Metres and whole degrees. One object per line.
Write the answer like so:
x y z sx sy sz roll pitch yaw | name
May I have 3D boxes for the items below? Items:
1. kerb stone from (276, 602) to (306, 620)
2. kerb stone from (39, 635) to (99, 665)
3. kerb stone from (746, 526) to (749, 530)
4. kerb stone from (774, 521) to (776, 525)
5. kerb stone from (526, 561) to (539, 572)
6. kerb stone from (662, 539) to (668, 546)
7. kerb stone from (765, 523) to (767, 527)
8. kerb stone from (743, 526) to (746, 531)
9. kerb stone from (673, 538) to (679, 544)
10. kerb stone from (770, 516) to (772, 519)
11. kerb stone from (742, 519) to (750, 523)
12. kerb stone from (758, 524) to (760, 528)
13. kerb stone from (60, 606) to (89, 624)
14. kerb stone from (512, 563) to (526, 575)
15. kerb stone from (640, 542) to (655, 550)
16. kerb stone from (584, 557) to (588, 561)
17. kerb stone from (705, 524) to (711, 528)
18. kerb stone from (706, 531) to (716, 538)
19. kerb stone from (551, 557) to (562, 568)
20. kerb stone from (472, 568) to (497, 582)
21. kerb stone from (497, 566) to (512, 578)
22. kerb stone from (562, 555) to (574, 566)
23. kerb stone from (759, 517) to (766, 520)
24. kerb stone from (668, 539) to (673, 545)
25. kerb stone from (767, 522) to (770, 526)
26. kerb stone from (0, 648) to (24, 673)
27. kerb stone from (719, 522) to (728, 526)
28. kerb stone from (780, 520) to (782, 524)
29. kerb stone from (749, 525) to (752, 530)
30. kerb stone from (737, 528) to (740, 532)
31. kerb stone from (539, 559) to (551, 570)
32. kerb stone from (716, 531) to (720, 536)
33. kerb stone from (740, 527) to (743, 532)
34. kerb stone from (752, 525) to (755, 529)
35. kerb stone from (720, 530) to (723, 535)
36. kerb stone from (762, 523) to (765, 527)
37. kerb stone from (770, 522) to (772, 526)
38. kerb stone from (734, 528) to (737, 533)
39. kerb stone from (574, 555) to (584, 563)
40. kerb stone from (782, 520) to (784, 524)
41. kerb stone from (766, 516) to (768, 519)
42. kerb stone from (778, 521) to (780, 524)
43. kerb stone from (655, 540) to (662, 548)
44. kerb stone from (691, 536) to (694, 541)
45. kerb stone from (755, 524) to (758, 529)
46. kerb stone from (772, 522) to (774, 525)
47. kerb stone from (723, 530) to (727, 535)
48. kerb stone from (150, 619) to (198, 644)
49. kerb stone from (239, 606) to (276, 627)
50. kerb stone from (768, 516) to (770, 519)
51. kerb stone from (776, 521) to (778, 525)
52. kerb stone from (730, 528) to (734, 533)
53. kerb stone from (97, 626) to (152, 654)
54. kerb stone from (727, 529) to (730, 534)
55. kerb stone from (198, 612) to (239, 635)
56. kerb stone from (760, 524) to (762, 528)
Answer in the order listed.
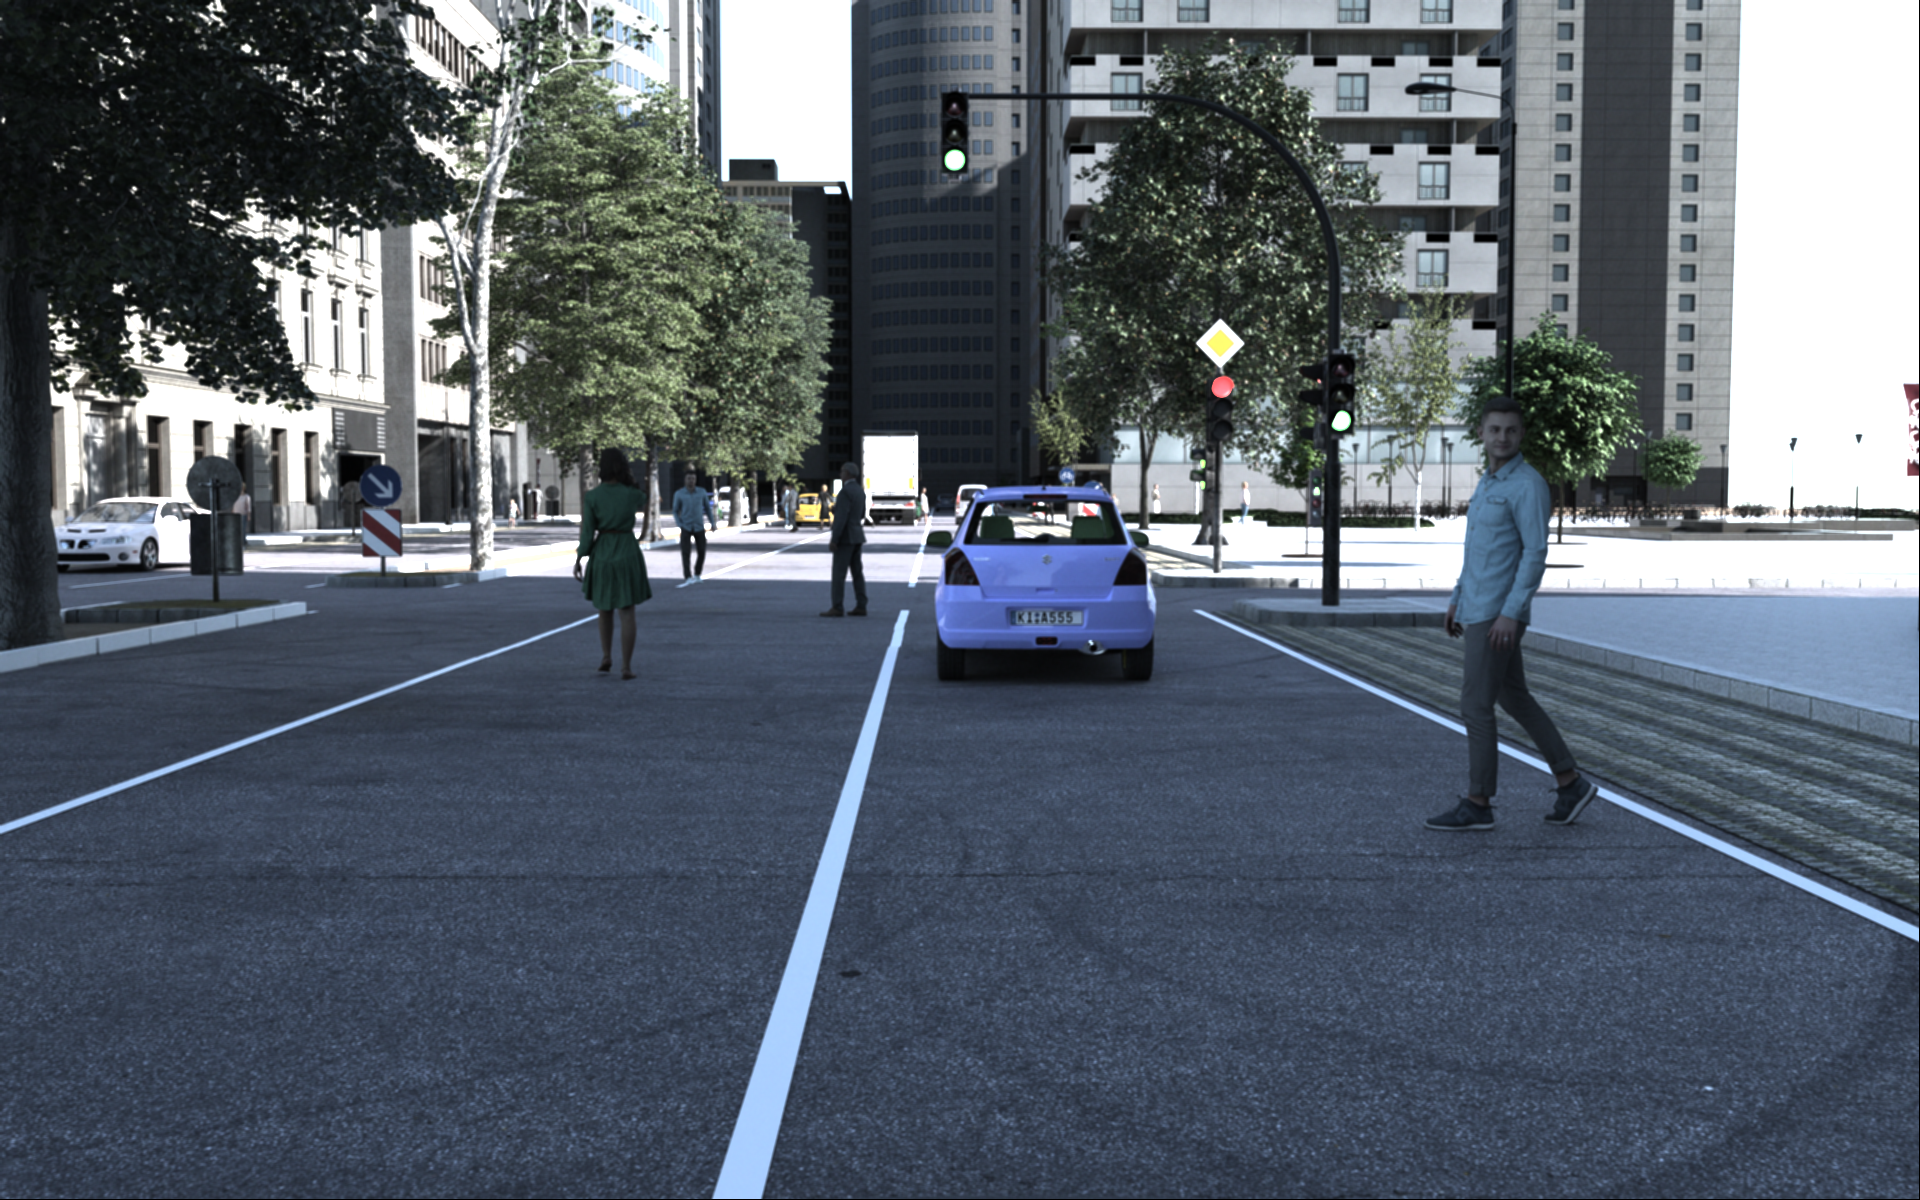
-7.838 0.132 20.119 0.120 0.150 1.000 0 4 -1 | kerb stone
-7.771 0.442 14.977 0.120 0.150 1.000 0 4 -1 | kerb stone
-8.469 -2.784 67.815 0.120 0.150 1.000 0 4 -1 | kerb stone
-8.615 -3.476 79.085 0.120 0.150 1.000 0 4 -1 | kerb stone
-7.989 -0.593 31.942 0.120 0.150 1.000 0 4 -1 | kerb stone
-8.196 -1.535 47.302 0.120 0.150 1.000 0 4 -1 | kerb stone
-8.562 -3.228 74.980 0.120 0.150 1.000 0 4 -1 | kerb stone
-8.455 -2.716 66.788 0.120 0.150 1.000 0 4 -1 | kerb stone
-8.217 -1.661 49.349 0.120 0.150 1.000 0 4 -1 | kerb stone
-10.974 -4.668 98.534 0.120 0.150 1.000 0 4 -1 | kerb stone
-10.826 -3.978 87.240 0.120 0.150 1.000 0 4 -1 | kerb stone
-8.524 -3.041 71.908 0.120 0.150 1.000 0 4 -1 | kerb stone
-9.923 0.191 19.066 0.120 0.150 1.000 0 4 -1 | kerb stone
-7.979 -0.533 30.917 0.120 0.150 1.000 0 4 -1 | kerb stone
-8.167 -1.410 45.258 0.120 0.150 1.000 0 4 -1 | kerb stone
-8.061 -0.909 37.068 0.120 0.150 1.000 0 4 -1 | kerb stone
-10.644 -3.163 73.908 0.120 0.150 1.000 0 4 -1 | kerb stone
-8.328 -2.162 57.545 0.120 0.150 1.000 0 4 -1 | kerb stone
-8.024 -0.720 33.994 0.120 0.150 1.000 0 4 -1 | kerb stone
-7.952 -0.407 28.868 0.120 0.150 1.000 0 4 -1 | kerb stone
-7.966 -0.468 29.890 0.120 0.150 1.000 0 4 -1 | kerb stone
-8.032 -0.784 35.020 0.120 0.150 1.000 0 4 -1 | kerb stone
-10.940 -4.480 95.447 0.120 0.150 1.000 0 4 -1 | kerb stone
-8.205 -1.598 48.327 0.120 0.150 1.000 0 4 -1 | kerb stone
-8.574 -3.289 76.004 0.120 0.150 1.000 0 4 -1 | kerb stone
-7.748 0.504 13.955 0.120 0.150 1.000 0 4 -1 | kerb stone
-10.707 -3.414 78.013 0.120 0.150 1.000 0 4 -1 | kerb stone
-8.659 -3.668 82.166 0.120 0.150 1.000 0 4 -1 | kerb stone
-8.474 -2.850 68.837 0.120 0.150 1.000 0 4 -1 | kerb stone
-8.425 -2.601 64.724 0.120 0.150 1.000 0 4 -1 | kerb stone
-8.009 -0.656 32.968 0.120 0.150 1.000 0 4 -1 | kerb stone
-8.336 -2.225 58.573 0.120 0.150 1.000 0 4 -1 | kerb stone
-8.434 -2.659 65.751 0.120 0.150 1.000 0 4 -1 | kerb stone
-8.492 -2.912 69.859 0.120 0.150 1.000 0 4 -1 | kerb stone
-8.358 -2.287 59.595 0.120 0.150 1.000 0 4 -1 | kerb stone
-8.545 -3.163 73.955 0.120 0.150 1.000 0 4 -1 | kerb stone
-8.590 -3.354 77.035 0.120 0.150 1.000 0 4 -1 | kerb stone
-8.412 -2.538 63.693 0.120 0.150 1.000 0 4 -1 | kerb stone
-8.049 -0.841 36.046 0.120 0.150 1.000 0 4 -1 | kerb stone
-8.663 -3.730 83.188 0.120 0.150 1.000 0 4 -1 | kerb stone
-10.939 -4.535 96.478 0.120 0.150 1.000 0 4 -1 | kerb stone
-8.643 -3.603 81.142 0.120 0.150 1.000 0 4 -1 | kerb stone
-8.179 -1.470 46.280 0.120 0.150 1.000 0 4 -1 | kerb stone
-8.289 -1.973 54.473 0.120 0.150 1.000 0 4 -1 | kerb stone
-8.502 -2.977 70.881 0.120 0.150 1.000 0 4 -1 | kerb stone
-8.601 -3.412 78.063 0.120 0.150 1.000 0 4 -1 | kerb stone
-8.369 -2.347 60.625 0.120 0.150 1.000 0 4 -1 | kerb stone
-7.794 0.316 17.035 0.120 0.150 1.000 0 4 -1 | kerb stone
-7.821 0.190 19.089 0.120 0.150 1.000 0 4 -1 | kerb stone
-10.960 -4.603 97.504 0.120 0.150 1.000 0 4 -1 | kerb stone
-8.636 -3.541 80.111 0.120 0.150 1.000 0 4 -1 | kerb stone
-8.400 -2.469 62.670 0.120 0.150 1.000 0 4 -1 | kerb stone
-7.778 0.378 16.010 0.120 0.150 1.000 0 4 -1 | kerb stone
-8.381 -2.413 61.647 0.120 0.150 1.000 0 4 -1 | kerb stone
-7.809 0.260 18.058 0.120 0.150 1.000 0 4 -1 | kerb stone
-8.535 -3.096 72.933 0.120 0.150 1.000 0 4 -1 | kerb stone
